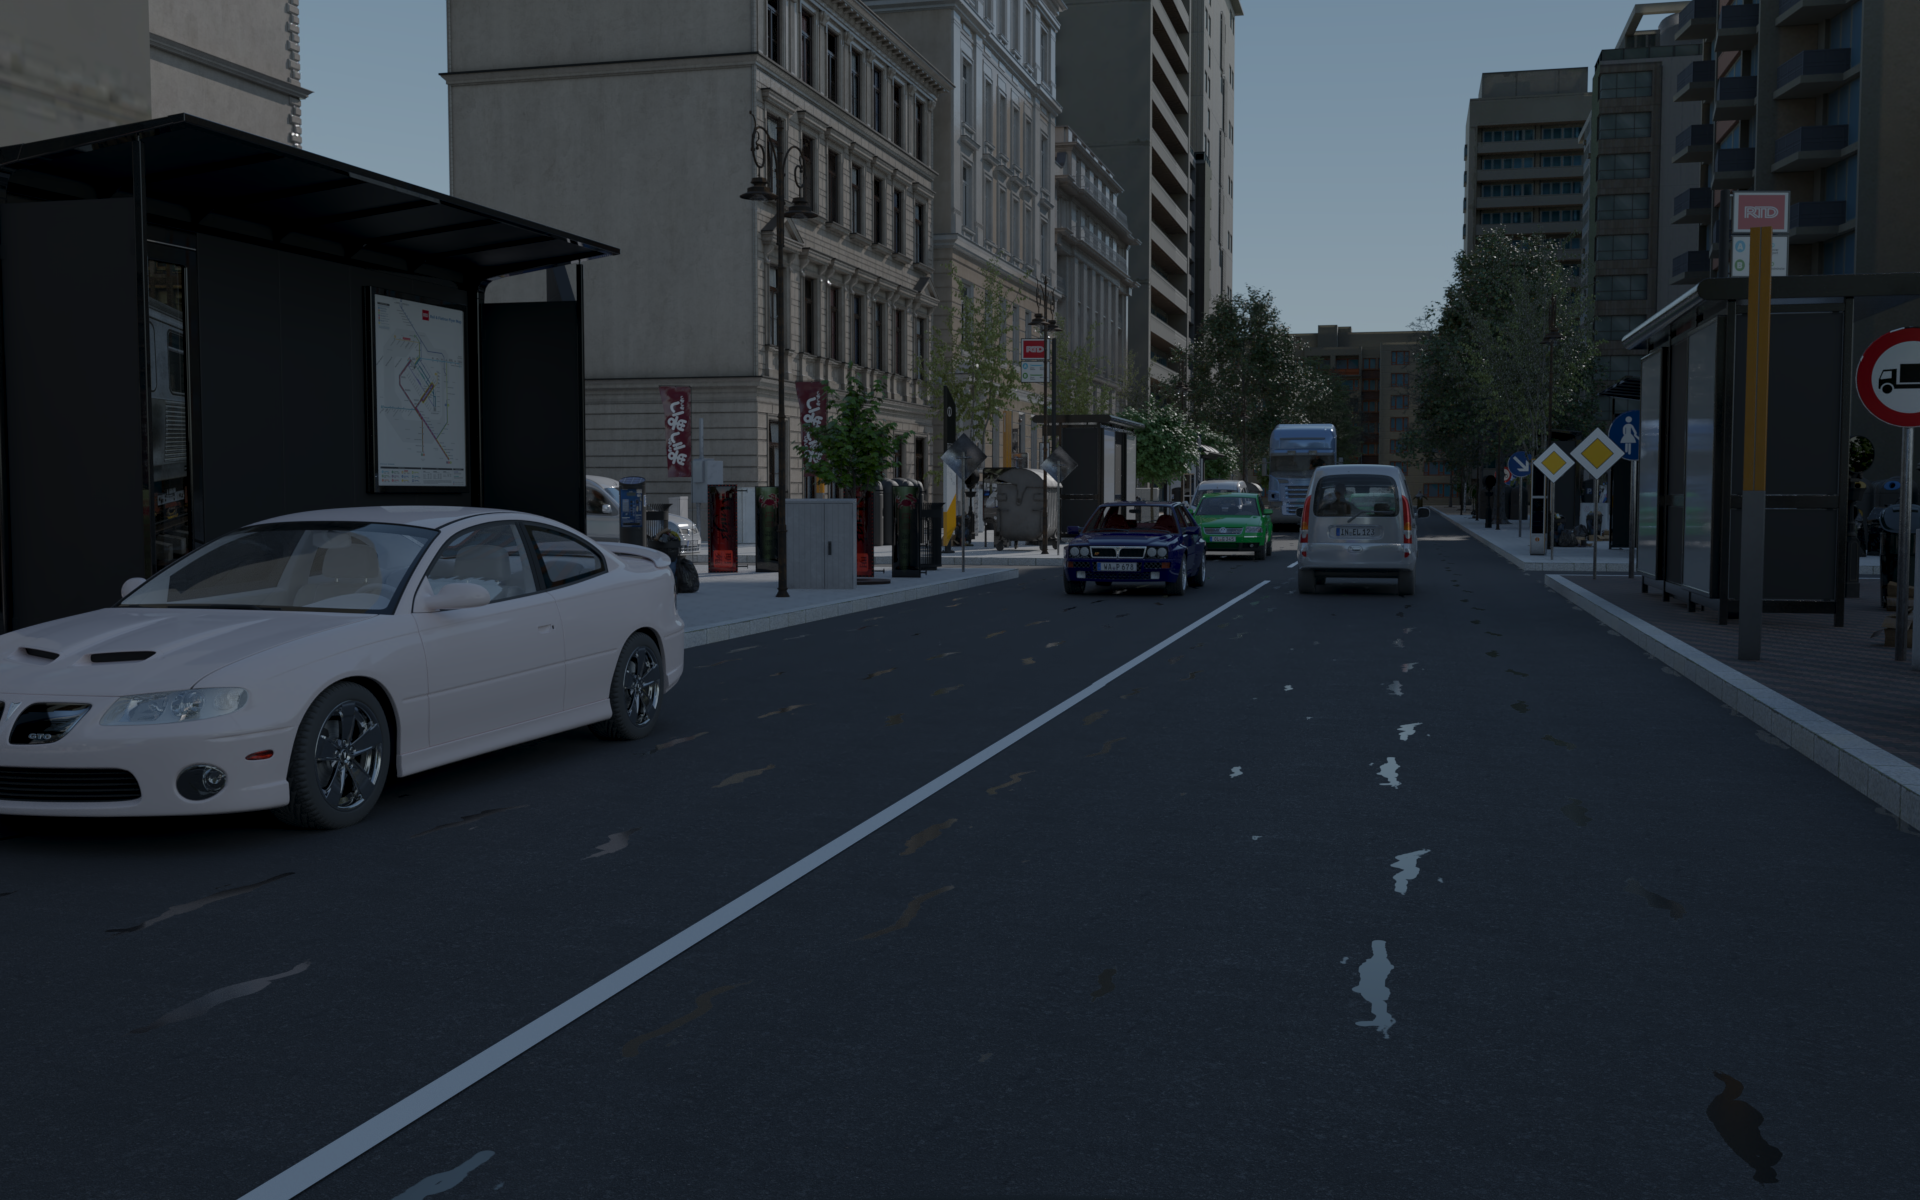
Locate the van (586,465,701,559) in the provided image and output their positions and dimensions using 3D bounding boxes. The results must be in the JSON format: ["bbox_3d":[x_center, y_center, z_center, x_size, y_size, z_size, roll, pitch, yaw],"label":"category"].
[{"bbox_3d":[-7.252,-1.693,34.689,4.112,2.044,2.013,1,4,14],"label":"van"}]

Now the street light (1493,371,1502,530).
[{"bbox_3d":[19.294,-5.454,61.961,0.468,5.910,1.993,1,4,14],"label":"street light"}]

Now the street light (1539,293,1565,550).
[{"bbox_3d":[13.611,-4.108,39.951,0.468,5.910,1.993,1,4,14],"label":"street light"}]

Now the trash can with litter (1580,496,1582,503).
[{"bbox_3d":[35.742,-5.378,98.992,2.233,1.210,1.678,-1,4,-10],"label":"trash can with litter"}]

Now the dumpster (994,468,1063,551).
[{"bbox_3d":[1.546,-2.061,39.448,1.264,1.857,1.865,1,4,15],"label":"dumpster"}]

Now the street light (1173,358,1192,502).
[{"bbox_3d":[7.558,-5.264,58.858,0.468,5.910,1.993,1,4,14],"label":"street light"}]

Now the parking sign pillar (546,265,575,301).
[{"bbox_3d":[-4.306,-1.823,18.274,1.447,3.967,1.447,-1,4,-22],"label":"parking sign pillar"}]

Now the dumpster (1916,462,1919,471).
[{"bbox_3d":[6.210,-0.233,9.561,1.264,1.857,1.865,1,4,14],"label":"dumpster"}]

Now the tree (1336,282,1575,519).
[{"bbox_3d":[27.249,-10.991,90.071,12.009,13.543,11.850,0,3,0],"label":"tree"}]

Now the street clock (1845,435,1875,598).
[{"bbox_3d":[11.022,-1.032,21.441,0.471,2.002,0.358,-1,4,-12],"label":"street clock"}]

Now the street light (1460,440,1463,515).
[{"bbox_3d":[30.508,-8.100,105.229,0.468,5.910,1.993,1,4,14],"label":"street light"}]

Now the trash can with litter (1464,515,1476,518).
[{"bbox_3d":[28.302,-5.037,93.413,1.678,1.210,2.233,-3,4,-38],"label":"trash can with litter"}]

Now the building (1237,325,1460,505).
[{"bbox_3d":[45.954,-22.452,212.124,28.899,21.520,27.650,1,4,14],"label":"building"}]

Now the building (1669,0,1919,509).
[{"bbox_3d":[44.725,-25.876,77.693,22.147,44.769,28.867,1,4,14],"label":"building"}]

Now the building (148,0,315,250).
[{"bbox_3d":[-33.084,-14.010,57.945,19.941,23.489,11.050,1,4,14],"label":"building"}]

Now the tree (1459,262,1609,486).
[{"bbox_3d":[18.075,-6.376,54.615,4.737,8.622,4.395,0,3,0],"label":"tree"}]

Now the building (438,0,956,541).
[{"bbox_3d":[-7.672,-11.717,56.196,10.561,19.102,19.286,1,4,14],"label":"building"}]

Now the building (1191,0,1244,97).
[{"bbox_3d":[11.858,-35.299,166.380,27.495,52.752,28.713,1,4,14],"label":"building"}]

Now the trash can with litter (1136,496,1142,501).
[{"bbox_3d":[7.205,-3.793,73.072,1.678,1.210,2.233,1,4,11],"label":"trash can with litter"}]

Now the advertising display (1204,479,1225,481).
[{"bbox_3d":[10.520,-4.080,71.930,0.974,1.923,0.123,0,4,-6],"label":"advertising display"}]

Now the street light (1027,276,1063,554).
[{"bbox_3d":[1.815,-3.917,36.830,0.468,5.910,1.993,1,4,14],"label":"street light"}]

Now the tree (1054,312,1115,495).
[{"bbox_3d":[4.456,-7.282,69.427,4.737,8.622,4.395,0,3,0],"label":"tree"}]

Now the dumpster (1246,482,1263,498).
[{"bbox_3d":[14.484,-4.965,86.940,1.264,1.857,1.865,1,4,15],"label":"dumpster"}]

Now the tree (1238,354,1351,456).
[{"bbox_3d":[19.958,-10.582,107.426,8.767,10.594,7.601,1,4,10],"label":"tree"}]

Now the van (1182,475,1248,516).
[{"bbox_3d":[7.578,-2.672,50.705,2.013,2.044,4.112,1,4,15],"label":"van"}]

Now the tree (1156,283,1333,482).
[{"bbox_3d":[15.524,-10.854,94.474,9.611,12.733,9.660,0,3,0],"label":"tree"}]

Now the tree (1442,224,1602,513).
[{"bbox_3d":[15.291,-5.884,46.572,4.360,8.622,3.978,0,3,0],"label":"tree"}]

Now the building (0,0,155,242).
[{"bbox_3d":[-23.392,-23.863,13.859,21.600,48.544,21.300,1,4,14],"label":"building"}]

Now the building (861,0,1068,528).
[{"bbox_3d":[-3.825,-17.695,75.221,13.634,28.700,20.117,1,4,14],"label":"building"}]

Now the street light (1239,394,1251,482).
[{"bbox_3d":[13.184,-6.581,80.384,0.468,5.910,1.993,1,4,14],"label":"street light"}]

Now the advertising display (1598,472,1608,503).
[{"bbox_3d":[18.856,-2.797,50.939,0.123,1.923,0.974,2,4,34],"label":"advertising display"}]

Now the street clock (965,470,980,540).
[{"bbox_3d":[0.302,-2.708,48.853,0.471,2.002,0.358,2,4,32],"label":"street clock"}]

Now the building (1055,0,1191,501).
[{"bbox_3d":[4.584,-30.640,124.673,21.300,48.544,21.600,1,4,14],"label":"building"}]

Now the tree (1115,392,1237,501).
[{"bbox_3d":[6.215,-4.429,56.131,4.285,4.588,4.351,0,3,0],"label":"tree"}]

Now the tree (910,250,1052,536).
[{"bbox_3d":[0.466,-6.273,52.931,4.737,8.622,4.395,0,3,0],"label":"tree"}]

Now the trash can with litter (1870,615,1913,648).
[{"bbox_3d":[8.146,-0.180,14.327,1.055,1.170,0.624,3,5,39],"label":"trash can with litter"}]

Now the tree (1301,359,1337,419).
[{"bbox_3d":[32.213,-14.893,153.868,12.009,13.543,11.850,0,3,0],"label":"tree"}]

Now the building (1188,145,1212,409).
[{"bbox_3d":[12.686,-22.629,141.691,14.160,30.474,14.107,1,4,14],"label":"building"}]

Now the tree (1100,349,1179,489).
[{"bbox_3d":[8.986,-8.341,86.741,4.360,8.622,3.978,0,3,0],"label":"tree"}]

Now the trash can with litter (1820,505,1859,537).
[{"bbox_3d":[12.516,-0.826,24.890,0.624,1.170,1.055,1,4,19],"label":"trash can with litter"}]

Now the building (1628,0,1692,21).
[{"bbox_3d":[62.247,-26.835,130.636,32.217,40.220,23.993,1,4,14],"label":"building"}]

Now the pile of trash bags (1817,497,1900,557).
[{"bbox_3d":[19.295,-1.570,35.426,3.447,1.369,1.912,2,4,24],"label":"pile of trash bags"}]

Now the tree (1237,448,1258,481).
[{"bbox_3d":[10.668,-5.668,76.390,4.285,4.588,4.351,0,3,0],"label":"tree"}]

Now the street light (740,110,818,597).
[{"bbox_3d":[-2.210,-2.973,21.403,0.468,5.910,1.993,1,4,14],"label":"street light"}]

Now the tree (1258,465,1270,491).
[{"bbox_3d":[21.418,-8.203,117.826,4.285,4.588,4.351,0,3,0],"label":"tree"}]

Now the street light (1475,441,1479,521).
[{"bbox_3d":[24.970,-6.770,83.474,0.468,5.910,1.993,1,4,14],"label":"street light"}]

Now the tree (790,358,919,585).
[{"bbox_3d":[-1.548,-1.855,24.926,1.663,3.219,1.824,0,3,0],"label":"tree"}]

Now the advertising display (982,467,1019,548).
[{"bbox_3d":[0.993,-2.224,41.572,0.974,1.923,0.123,2,4,29],"label":"advertising display"}]

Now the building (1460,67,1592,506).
[{"bbox_3d":[69.291,-35.291,200.709,21.600,48.544,21.300,1,4,14],"label":"building"}]

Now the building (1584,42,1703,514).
[{"bbox_3d":[48.744,-20.968,114.527,14.160,30.474,14.107,1,4,14],"label":"building"}]

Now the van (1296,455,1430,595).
[{"bbox_3d":[6.037,-1.167,26.097,2.013,2.044,4.112,1,4,15],"label":"van"}]

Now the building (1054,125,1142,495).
[{"bbox_3d":[1.831,-15.650,97.673,13.314,21.916,24.055,1,4,14],"label":"building"}]

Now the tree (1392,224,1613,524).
[{"bbox_3d":[23.135,-9.578,73.602,9.611,12.733,9.660,0,3,0],"label":"tree"}]

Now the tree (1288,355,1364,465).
[{"bbox_3d":[29.085,-13.683,141.842,7.486,12.596,7.792,0,3,0],"label":"tree"}]

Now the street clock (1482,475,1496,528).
[{"bbox_3d":[19.994,-3.725,65.476,0.471,2.002,0.358,-1,4,-15],"label":"street clock"}]
